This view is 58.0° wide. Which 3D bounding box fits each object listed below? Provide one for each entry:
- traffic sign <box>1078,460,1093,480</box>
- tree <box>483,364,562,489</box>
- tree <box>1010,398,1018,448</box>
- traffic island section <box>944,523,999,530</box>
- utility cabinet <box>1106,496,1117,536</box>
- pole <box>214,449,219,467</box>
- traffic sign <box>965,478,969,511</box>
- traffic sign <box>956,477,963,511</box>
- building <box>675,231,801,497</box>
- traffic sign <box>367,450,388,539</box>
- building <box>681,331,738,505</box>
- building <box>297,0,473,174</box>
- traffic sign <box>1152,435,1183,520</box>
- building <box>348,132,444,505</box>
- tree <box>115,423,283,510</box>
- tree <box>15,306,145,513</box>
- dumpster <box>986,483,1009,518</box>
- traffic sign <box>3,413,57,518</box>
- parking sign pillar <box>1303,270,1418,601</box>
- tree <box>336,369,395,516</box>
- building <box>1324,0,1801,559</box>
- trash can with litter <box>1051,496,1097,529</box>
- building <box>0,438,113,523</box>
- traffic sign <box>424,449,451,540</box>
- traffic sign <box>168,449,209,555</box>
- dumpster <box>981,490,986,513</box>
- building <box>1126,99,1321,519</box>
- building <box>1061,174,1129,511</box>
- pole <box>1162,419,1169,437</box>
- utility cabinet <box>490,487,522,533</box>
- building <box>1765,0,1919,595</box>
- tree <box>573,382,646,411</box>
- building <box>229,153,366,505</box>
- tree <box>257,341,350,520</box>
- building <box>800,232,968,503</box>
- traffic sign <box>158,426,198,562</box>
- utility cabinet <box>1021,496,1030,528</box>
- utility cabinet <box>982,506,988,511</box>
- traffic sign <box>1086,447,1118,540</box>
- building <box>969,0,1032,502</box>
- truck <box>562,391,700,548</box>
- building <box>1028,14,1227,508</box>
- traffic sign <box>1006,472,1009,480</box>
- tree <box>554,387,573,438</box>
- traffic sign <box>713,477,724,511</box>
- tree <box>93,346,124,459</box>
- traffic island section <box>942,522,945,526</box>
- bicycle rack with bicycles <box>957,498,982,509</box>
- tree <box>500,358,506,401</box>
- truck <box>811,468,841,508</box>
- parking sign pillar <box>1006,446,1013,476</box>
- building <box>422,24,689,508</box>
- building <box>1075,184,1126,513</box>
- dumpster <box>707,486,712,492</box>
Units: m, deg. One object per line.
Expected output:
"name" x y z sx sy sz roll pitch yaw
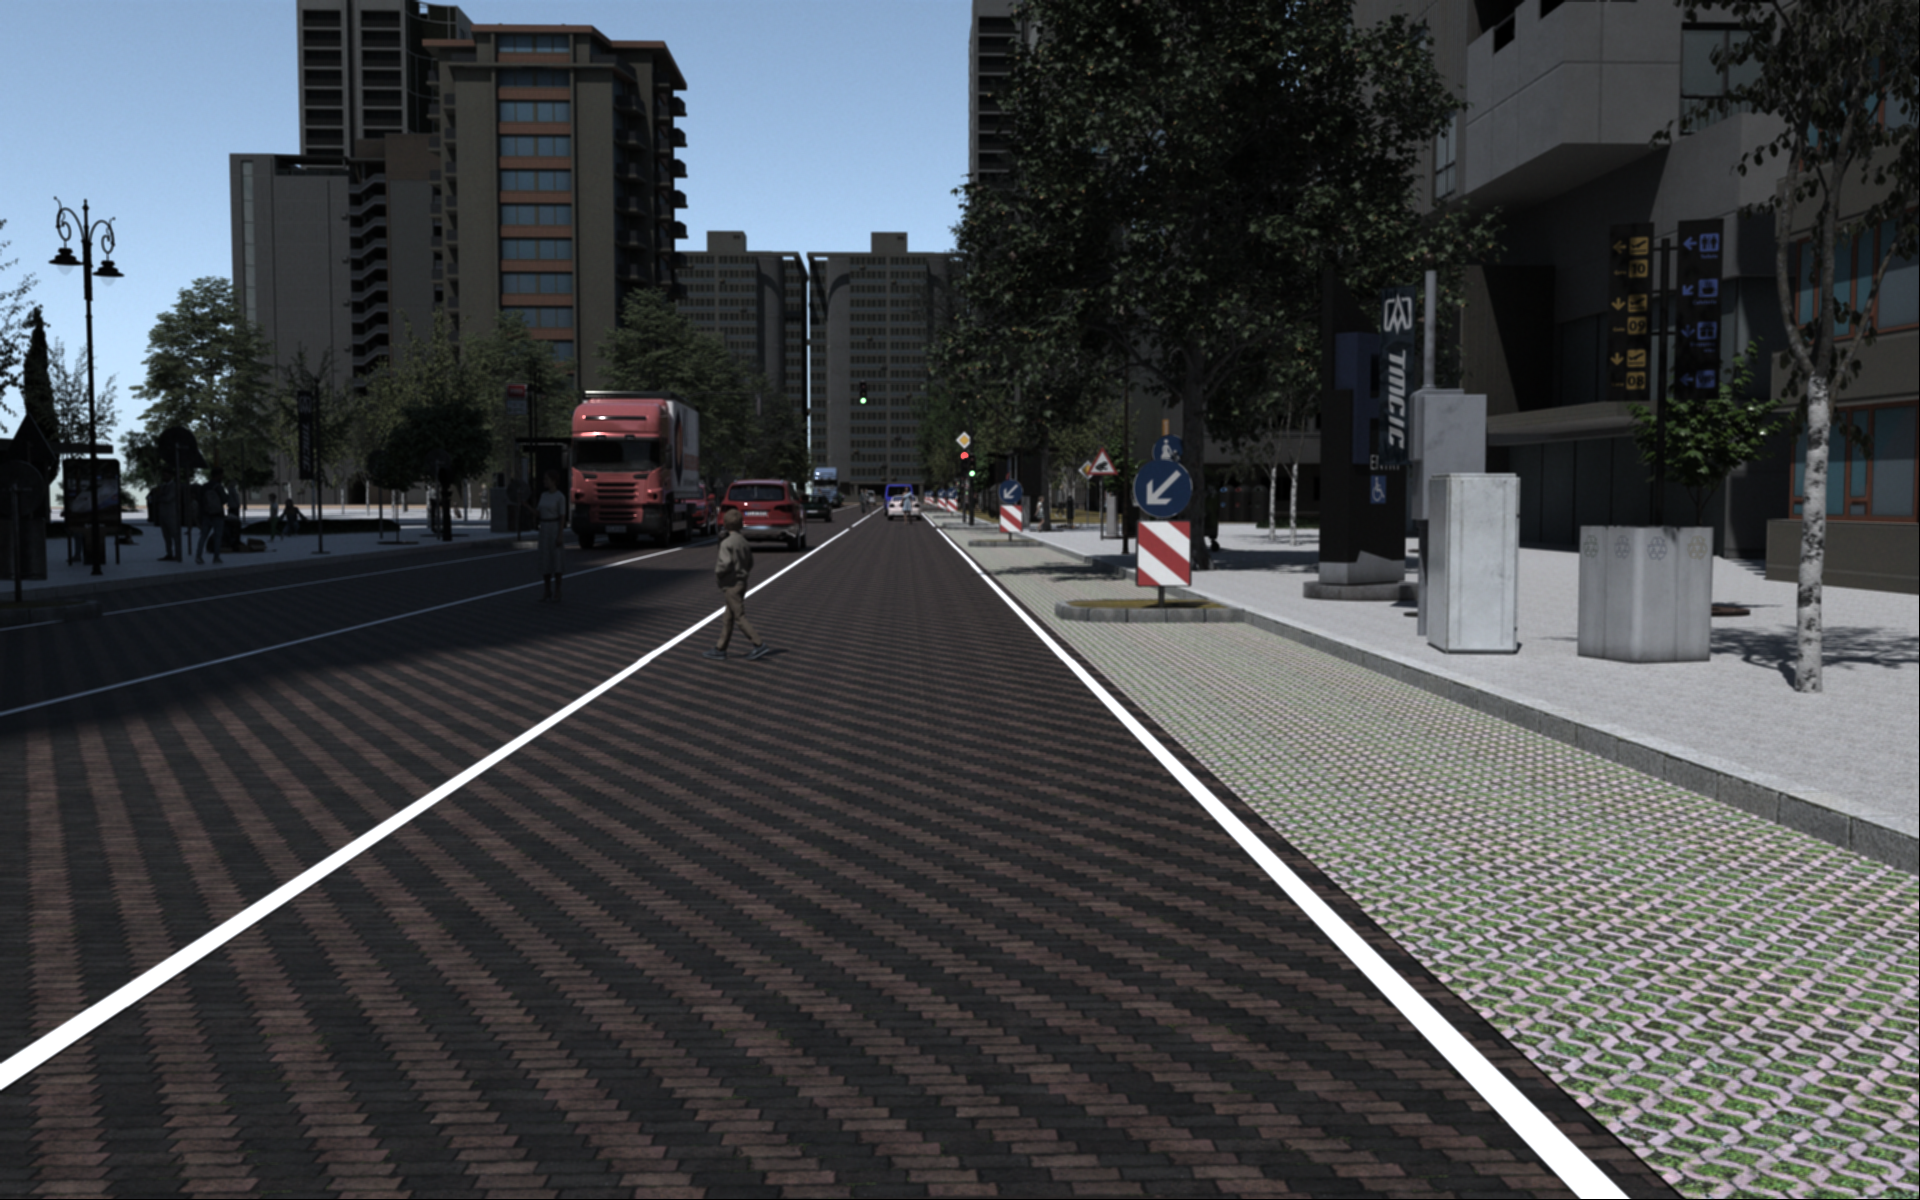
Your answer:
"traffic sign" 4.954 -4.104 66.833 0.795 2.593 0.064 0 4 1
"tree" -24.920 -9.016 97.775 4.360 8.622 3.978 0 3 0
"tree" 5.794 -10.498 122.011 4.360 8.622 3.978 0 3 0
"traffic island section" 0.482 -2.905 69.776 2.009 0.180 2.903 0 4 -2
"utility cabinet" 4.714 -2.613 53.878 0.306 1.237 1.020 1 4 8
"pole" -33.707 -5.182 78.569 0.158 3.312 0.155 0 3 0
"traffic sign" 0.653 -7.864 128.675 0.768 2.556 0.104 0 4 5
"traffic sign" 0.081 -8.088 132.344 0.768 2.556 0.104 0 4 1
"building" -34.903 -34.671 258.746 23.993 40.220 32.217 0 4 -2
"traffic sign" -16.620 -3.031 49.664 0.768 2.556 0.104 0 4 5
"building" -42.367 -22.100 206.374 28.899 21.520 27.650 0 4 -2
"building" -82.103 -49.703 250.903 20.611 71.187 20.563 0 4 -2
"traffic sign" 4.518 -2.273 37.267 0.768 2.556 0.104 0 4 3
"building" -64.669 -34.287 210.695 14.200 45.320 14.600 0 4 -2
"tree" -60.370 -10.664 137.270 20.602 7.101 11.467 2 4 27
"tree" -66.532 -13.237 118.240 13.155 14.587 18.604 2 4 33
"dumpster" 2.220 -5.336 92.994 1.264 1.857 1.865 0 4 -2
"traffic sign" -14.849 -1.691 27.644 0.884 2.594 0.081 0 4 3
"parking sign pillar" 4.979 -2.009 21.315 1.447 3.967 1.447 -3 5 -44
"tree" -35.098 -9.311 102.597 4.360 8.622 3.978 0 3 0
"building" 25.684 -27.964 46.449 28.713 52.752 27.495 0 4 -2
"trash can with litter" 4.171 -3.304 65.082 1.678 1.210 2.233 0 4 -8
"building" -43.964 -24.108 48.790 28.867 44.769 22.147 0 4 -2
"traffic sign" -14.635 -2.962 48.537 0.768 2.556 0.104 0 4 3
"traffic sign" -16.194 -2.223 36.348 0.884 2.594 0.081 0 4 1
"dumpster" 2.125 -7.055 121.107 1.264 1.857 1.865 0 4 -2
"building" 24.925 -16.725 92.522 30.058 24.678 14.314 0 4 -2
"building" 15.517 -21.817 142.618 13.634 28.700 20.117 0 4 -2
"pole" 5.607 -3.274 47.380 0.158 3.312 0.155 0 3 0
"utility cabinet" -14.958 -2.957 57.022 1.173 1.500 0.318 2 4 32
"building" 26.335 -10.167 11.275 27.650 21.520 28.899 0 4 -2
"tree" -21.288 -9.694 108.854 4.737 8.622 4.395 0 3 0
"building" -78.819 -32.245 210.804 14.086 41.232 14.154 0 4 -2
"tree" -31.337 -8.199 84.422 4.737 8.622 4.395 0 3 0
"building" -10.623 -34.739 259.860 23.993 40.220 32.217 0 4 -2
"traffic sign" -14.696 -1.984 32.547 0.768 2.556 0.104 0 4 3
"utility cabinet" 2.513 -3.353 65.984 0.306 1.237 1.020 0 4 -1
"utility cabinet" 2.182 -7.242 127.092 1.173 1.500 0.318 -1 4 -21
"traffic sign" 3.943 -2.937 48.031 0.884 2.594 0.081 0 4 4
"building" 11.843 -49.914 254.349 20.611 71.187 20.563 0 4 -2
"truck" -9.155 -3.701 49.420 2.839 4.237 11.283 0 4 -3
"building" 17.464 -33.047 164.025 21.300 48.544 21.600 0 4 -2
"traffic sign" 2.896 -5.757 94.239 0.768 2.556 0.104 0 4 4
"tree" -25.398 -10.159 116.466 4.737 8.622 4.395 0 3 0
"traffic sign" -18.295 -8.022 131.158 0.884 2.594 0.081 0 4 4
"tree" -42.065 -8.054 82.041 4.360 8.622 3.978 0 3 0
"traffic island section" 0.218 -3.393 77.756 2.009 0.180 2.903 0 4 -2
"bicycle rack with bicycles" 1.079 -8.187 147.234 2.925 0.926 2.852 0 4 5
"tree" -23.041 -7.907 79.640 4.737 8.622 4.395 0 3 0
"truck" -13.942 -11.776 182.294 2.967 4.110 18.799 0 4 -3
"parking sign pillar" 3.244 -6.564 95.797 1.447 3.967 1.447 1 4 20
"building" -37.955 -31.243 165.442 22.147 44.769 28.867 0 4 -2
"building" 16.321 -18.245 117.372 14.314 24.678 30.058 0 4 -2
"dumpster" -16.436 -6.366 109.850 1.264 1.857 1.865 0 4 -2
